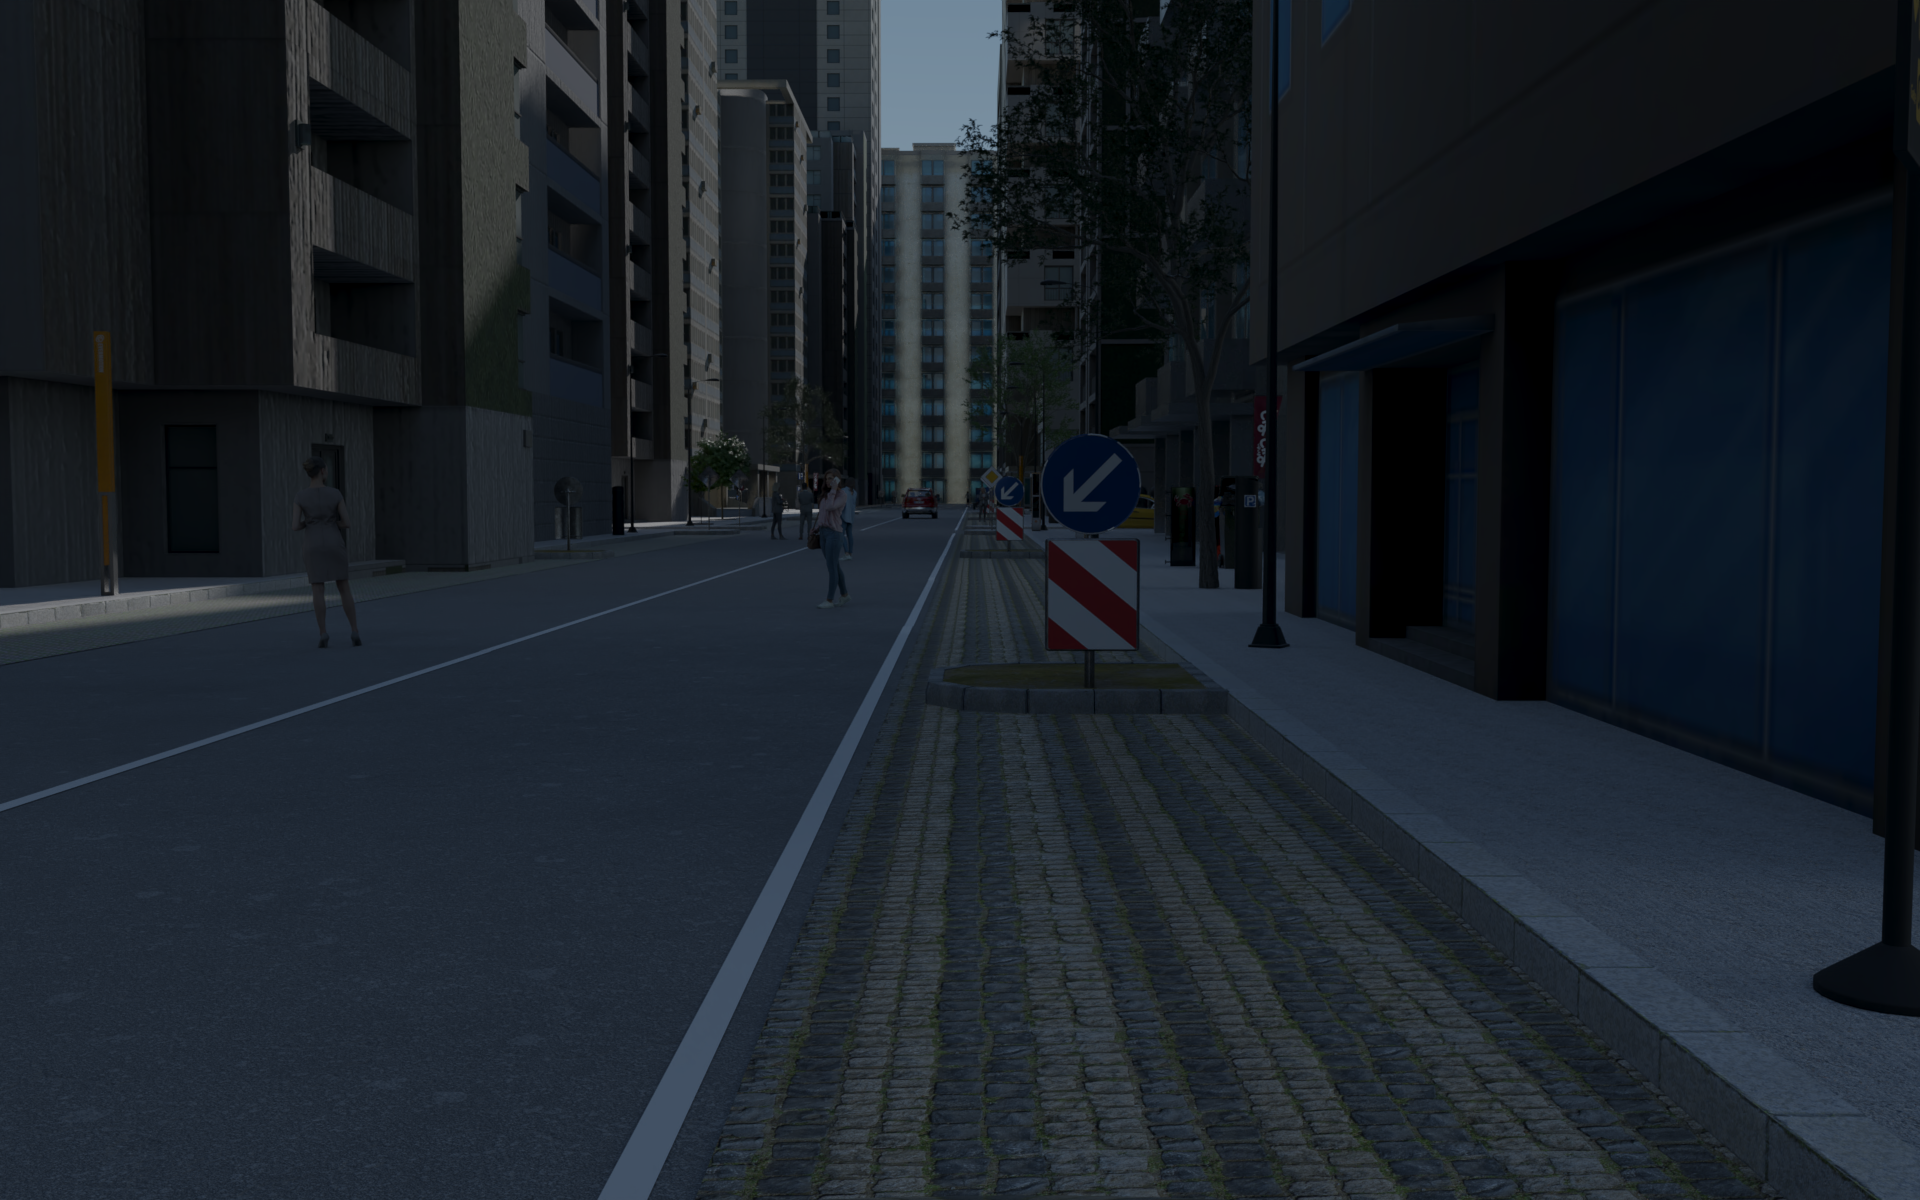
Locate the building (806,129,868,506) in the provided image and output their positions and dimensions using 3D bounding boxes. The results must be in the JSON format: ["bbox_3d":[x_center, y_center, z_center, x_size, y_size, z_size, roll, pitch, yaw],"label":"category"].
[{"bbox_3d":[-17.583,-30.928,189.272,14.154,41.232,14.086,0,4,0],"label":"building"}]

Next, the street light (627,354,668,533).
[{"bbox_3d":[-10.374,-5.196,57.500,1.470,5.913,1.316,0,4,0],"label":"street light"}]

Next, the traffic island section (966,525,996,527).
[{"bbox_3d":[1.219,-2.886,69.460,2.009,0.180,2.903,0,4,0],"label":"traffic island section"}]

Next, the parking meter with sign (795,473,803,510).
[{"bbox_3d":[-13.054,-8.855,141.046,0.543,3.016,1.738,0,4,5],"label":"parking meter with sign"}]

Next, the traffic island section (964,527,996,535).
[{"bbox_3d":[1.155,-2.397,61.475,2.009,0.180,2.903,0,4,0],"label":"traffic island section"}]

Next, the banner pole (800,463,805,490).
[{"bbox_3d":[-12.619,-9.152,139.645,0.863,3.779,0.401,0,4,3],"label":"banner pole"}]

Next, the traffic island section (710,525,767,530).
[{"bbox_3d":[-8.872,-2.891,69.546,2.009,0.180,2.903,0,4,0],"label":"traffic island section"}]

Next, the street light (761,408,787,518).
[{"bbox_3d":[-10.032,-7.393,93.411,1.470,5.913,1.316,0,4,0],"label":"street light"}]

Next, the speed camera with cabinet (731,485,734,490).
[{"bbox_3d":[-16.767,-8.557,134.238,2.038,3.252,0.660,0,4,5],"label":"speed camera with cabinet"}]

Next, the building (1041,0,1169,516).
[{"bbox_3d":[15.093,-39.997,92.200,20.563,71.187,20.611,0,4,0],"label":"building"}]

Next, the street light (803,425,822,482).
[{"bbox_3d":[-9.997,-8.817,116.700,1.470,5.913,1.316,0,4,0],"label":"street light"}]

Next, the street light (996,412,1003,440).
[{"bbox_3d":[2.935,-7.667,97.904,1.470,5.913,1.316,0,4,0],"label":"street light"}]

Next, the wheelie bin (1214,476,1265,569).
[{"bbox_3d":[4.843,-1.341,29.836,0.980,1.594,0.693,0,4,-1],"label":"wheelie bin"}]

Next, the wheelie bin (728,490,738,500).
[{"bbox_3d":[-16.136,-6.998,122.328,0.980,1.594,0.693,-1,4,-9],"label":"wheelie bin"}]

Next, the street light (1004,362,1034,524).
[{"bbox_3d":[2.402,-5.408,60.957,1.470,5.913,1.316,0,4,0],"label":"street light"}]

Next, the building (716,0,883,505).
[{"bbox_3d":[-20.220,-47.136,208.920,20.611,71.187,20.563,0,4,0],"label":"building"}]

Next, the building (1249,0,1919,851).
[{"bbox_3d":[10.042,-22.060,10.797,14.600,45.320,14.200,0,4,0],"label":"building"}]

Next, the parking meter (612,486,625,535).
[{"bbox_3d":[-10.649,-2.785,53.953,0.372,1.533,0.369,0,3,0],"label":"parking meter"}]

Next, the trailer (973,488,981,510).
[{"bbox_3d":[1.946,-9.340,159.753,1.471,1.999,3.904,0,4,2],"label":"trailer"}]

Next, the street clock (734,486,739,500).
[{"bbox_3d":[-16.515,-7.548,127.972,0.358,2.002,0.471,1,4,11],"label":"street clock"}]

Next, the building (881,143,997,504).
[{"bbox_3d":[-3.587,-37.873,238.830,30.456,49.044,23.786,0,4,0],"label":"building"}]

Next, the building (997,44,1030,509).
[{"bbox_3d":[14.620,-34.032,180.132,21.300,48.544,21.600,0,4,0],"label":"building"}]

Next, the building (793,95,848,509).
[{"bbox_3d":[-26.643,-28.404,156.289,32.217,40.220,23.993,0,4,0],"label":"building"}]

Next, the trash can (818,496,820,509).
[{"bbox_3d":[-11.062,-7.754,138.434,0.748,1.137,0.748,0,3,0],"label":"trash can"}]

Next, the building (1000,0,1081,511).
[{"bbox_3d":[16.631,-32.822,125.886,28.713,52.752,27.495,0,4,0],"label":"building"}]

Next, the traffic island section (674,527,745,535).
[{"bbox_3d":[-8.936,-2.402,61.561,2.009,0.180,2.903,0,4,0],"label":"traffic island section"}]

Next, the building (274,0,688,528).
[{"bbox_3d":[-20.357,-18.674,77.027,14.160,30.474,14.107,0,4,0],"label":"building"}]

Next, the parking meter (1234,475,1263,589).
[{"bbox_3d":[3.907,-0.919,23.436,0.372,1.533,0.369,0,3,0],"label":"parking meter"}]

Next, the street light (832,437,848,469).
[{"bbox_3d":[-9.731,-10.241,139.987,1.470,5.913,1.316,0,4,0],"label":"street light"}]

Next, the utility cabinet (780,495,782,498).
[{"bbox_3d":[-15.294,-8.110,143.766,1.020,1.237,0.306,1,4,14],"label":"utility cabinet"}]

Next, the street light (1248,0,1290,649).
[{"bbox_3d":[2.054,-2.559,14.382,1.470,5.913,1.316,0,4,0],"label":"street light"}]

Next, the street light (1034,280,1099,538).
[{"bbox_3d":[2.435,-3.983,37.668,1.470,5.913,1.316,0,4,0],"label":"street light"}]

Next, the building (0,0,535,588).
[{"bbox_3d":[-16.022,-15.718,28.693,14.160,30.474,14.107,0,4,0],"label":"building"}]

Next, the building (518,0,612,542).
[{"bbox_3d":[-25.301,-31.067,49.950,28.212,58.520,21.231,0,4,0],"label":"building"}]

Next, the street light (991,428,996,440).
[{"bbox_3d":[3.082,-9.092,121.192,1.470,5.913,1.316,0,4,0],"label":"street light"}]

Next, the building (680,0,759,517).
[{"bbox_3d":[-27.631,-25.193,103.789,32.217,40.220,23.993,0,4,0],"label":"building"}]

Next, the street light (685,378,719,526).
[{"bbox_3d":[-10.346,-5.937,69.616,1.470,5.913,1.316,0,4,0],"label":"street light"}]

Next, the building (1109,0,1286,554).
[{"bbox_3d":[16.537,-26.015,44.954,23.786,49.044,30.456,0,4,0],"label":"building"}]

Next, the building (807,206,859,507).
[{"bbox_3d":[-17.809,-24.699,175.531,14.160,30.474,14.107,0,4,0],"label":"building"}]
